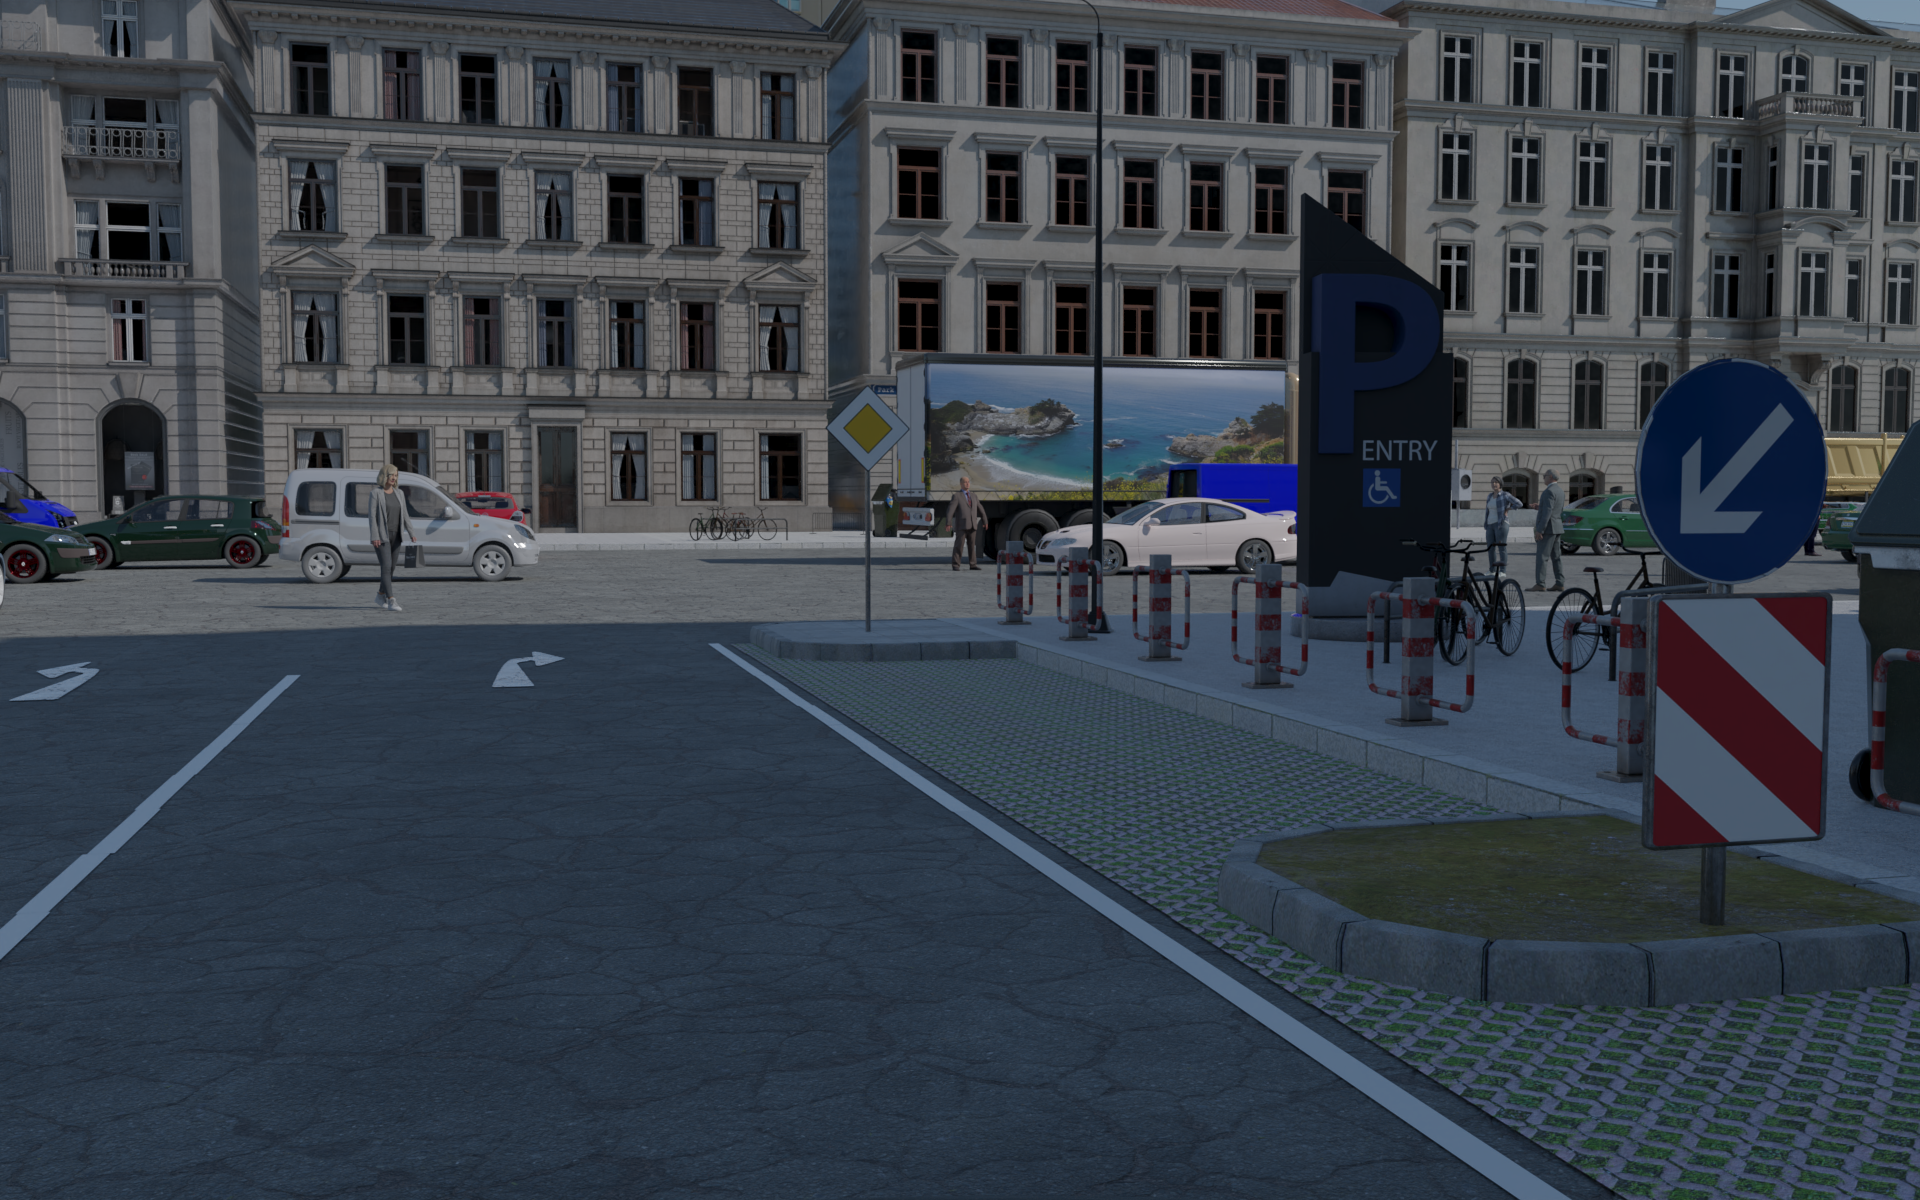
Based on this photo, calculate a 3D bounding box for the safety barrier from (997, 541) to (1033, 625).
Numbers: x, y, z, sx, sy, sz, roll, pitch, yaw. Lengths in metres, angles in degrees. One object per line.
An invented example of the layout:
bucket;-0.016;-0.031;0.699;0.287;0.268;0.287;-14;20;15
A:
safety barrier;0.537;-0.169;17.038;0.300;0.817;1.120;-1;4;-15

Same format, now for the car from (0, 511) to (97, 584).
car;-16.315;-1.114;27.995;4.222;1.686;2.009;-1;4;-16

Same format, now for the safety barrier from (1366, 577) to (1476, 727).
safety barrier;2.546;0.284;9.630;0.300;0.817;1.120;-1;4;-15

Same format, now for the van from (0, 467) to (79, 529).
van;-21.150;-1.927;35.885;5.245;2.365;2.240;-1;4;-14

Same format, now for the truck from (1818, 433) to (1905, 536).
truck;23.563;-3.232;48.775;9.791;3.379;3.469;-1;4;-15

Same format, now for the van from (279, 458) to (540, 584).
van;-9.073;-1.326;28.697;4.112;2.044;2.013;-1;4;-14

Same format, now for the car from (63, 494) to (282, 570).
car;-15.293;-1.455;33.570;4.222;1.686;2.009;-1;4;-15

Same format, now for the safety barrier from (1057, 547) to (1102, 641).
safety barrier;1.038;-0.056;15.188;0.300;0.817;1.120;-1;4;-15

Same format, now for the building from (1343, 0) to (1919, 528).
building;31.723;-15.617;74.424;34.723;24.649;14.460;-1;4;-15

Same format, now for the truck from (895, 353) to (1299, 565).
truck;4.364;-2.942;37.015;11.283;4.237;2.839;-1;4;-16

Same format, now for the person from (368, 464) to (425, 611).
person;-7.039;-0.785;21.513;0.728;1.800;0.709;3;5;41

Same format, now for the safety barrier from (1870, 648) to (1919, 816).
safety barrier;3.551;0.512;5.911;0.300;0.817;1.120;-1;4;-15

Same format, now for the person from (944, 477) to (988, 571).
person;0.141;-1.431;32.457;0.990;1.755;0.434;-2;4;-31

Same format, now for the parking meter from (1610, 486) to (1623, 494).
parking meter;20.420;-2.784;53.930;0.372;1.533;0.369;0;3;0

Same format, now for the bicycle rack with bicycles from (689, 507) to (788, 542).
bicycle rack with bicycles;-6.245;-2.116;47.986;2.925;0.926;2.852;-3;5;-42

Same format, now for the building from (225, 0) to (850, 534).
building;-14.322;-11.975;60.422;19.286;19.102;10.561;-1;4;-15

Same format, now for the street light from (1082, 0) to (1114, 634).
street light;0.748;-2.643;15.760;1.470;5.913;1.316;-1;4;-15

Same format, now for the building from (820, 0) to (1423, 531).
building;5.074;-14.060;66.033;21.152;22.565;11.583;-1;4;-15

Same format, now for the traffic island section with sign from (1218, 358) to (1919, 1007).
traffic island section with sign;1.963;0.173;5.796;1.989;1.847;2.006;-1;4;-15

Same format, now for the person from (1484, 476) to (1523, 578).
person;9.262;-1.259;29.801;0.376;1.734;0.841;-1;4;-20

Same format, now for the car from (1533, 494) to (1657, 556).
car;16.148;-1.803;41.285;4.920;1.459;2.131;-1;4;-13

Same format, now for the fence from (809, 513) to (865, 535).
fence;-3.887;-2.434;55.169;2.069;0.683;0.278;2;4;31

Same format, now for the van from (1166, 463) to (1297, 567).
van;6.826;-1.878;35.096;5.245;2.365;2.240;-1;4;-15

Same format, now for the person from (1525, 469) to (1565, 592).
person;8.613;-1.030;25.519;0.590;1.801;0.661;3;4;39

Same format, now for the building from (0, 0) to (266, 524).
building;-35.419;-13.061;55.347;24.055;21.916;13.314;-1;4;-15

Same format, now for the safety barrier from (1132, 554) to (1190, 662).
safety barrier;1.542;0.057;13.339;0.300;0.817;1.120;-1;4;-15

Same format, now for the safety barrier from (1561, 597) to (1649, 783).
safety barrier;3.049;0.397;7.780;0.300;0.817;1.120;-1;4;-15

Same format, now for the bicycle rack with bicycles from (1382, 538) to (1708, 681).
bicycle rack with bicycles;4.272;0.018;13.087;2.925;0.926;2.852;-3;5;-44

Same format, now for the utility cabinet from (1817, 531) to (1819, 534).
utility cabinet;27.359;-2.710;55.478;1.020;1.237;0.306;0;4;-5

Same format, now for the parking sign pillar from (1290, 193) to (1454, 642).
parking sign pillar;3.727;-1.657;15.561;1.447;3.967;1.447;0;4;-5

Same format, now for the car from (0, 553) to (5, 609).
car;-12.156;-0.458;19.486;2.014;1.417;4.499;-1;4;-16

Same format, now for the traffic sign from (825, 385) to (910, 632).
traffic sign;-0.859;-0.761;16.084;0.795;2.450;0.064;-1;4;-15

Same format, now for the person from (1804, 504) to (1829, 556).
person;19.836;-1.891;40.131;0.504;1.737;0.576;0;4;2

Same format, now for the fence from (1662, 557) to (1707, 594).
fence;7.255;-0.117;17.288;0.278;0.683;2.069;2;4;35

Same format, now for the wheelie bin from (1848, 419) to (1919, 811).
wheelie bin;4.057;0.057;6.970;0.693;1.594;0.980;-1;4;-19

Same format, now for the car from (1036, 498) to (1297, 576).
car;3.748;-1.163;31.376;4.827;1.381;2.083;-1;4;-14

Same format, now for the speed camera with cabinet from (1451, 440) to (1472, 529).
speed camera with cabinet;17.603;-4.174;62.583;2.038;3.252;0.660;-2;4;-34

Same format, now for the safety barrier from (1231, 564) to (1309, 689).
safety barrier;2.043;0.171;11.480;0.300;0.817;1.120;-1;4;-15

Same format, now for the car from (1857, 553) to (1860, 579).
car;15.187;-0.943;25.201;4.222;1.686;2.009;-1;4;-16

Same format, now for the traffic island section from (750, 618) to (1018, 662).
traffic island section;-0.838;0.374;16.167;2.009;0.180;2.903;-1;4;-15

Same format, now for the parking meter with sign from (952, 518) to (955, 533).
parking meter with sign;-0.044;-3.764;57.805;0.543;3.016;1.738;-2;4;-34

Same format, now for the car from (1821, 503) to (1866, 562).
car;20.564;-1.504;36.388;4.920;1.459;2.131;-1;4;-15

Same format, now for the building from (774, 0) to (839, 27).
building;-9.969;-31.622;140.722;21.300;48.544;21.600;-1;4;-15

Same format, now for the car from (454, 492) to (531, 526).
car;-10.737;-1.833;39.005;2.155;1.783;4.494;-1;4;-16
